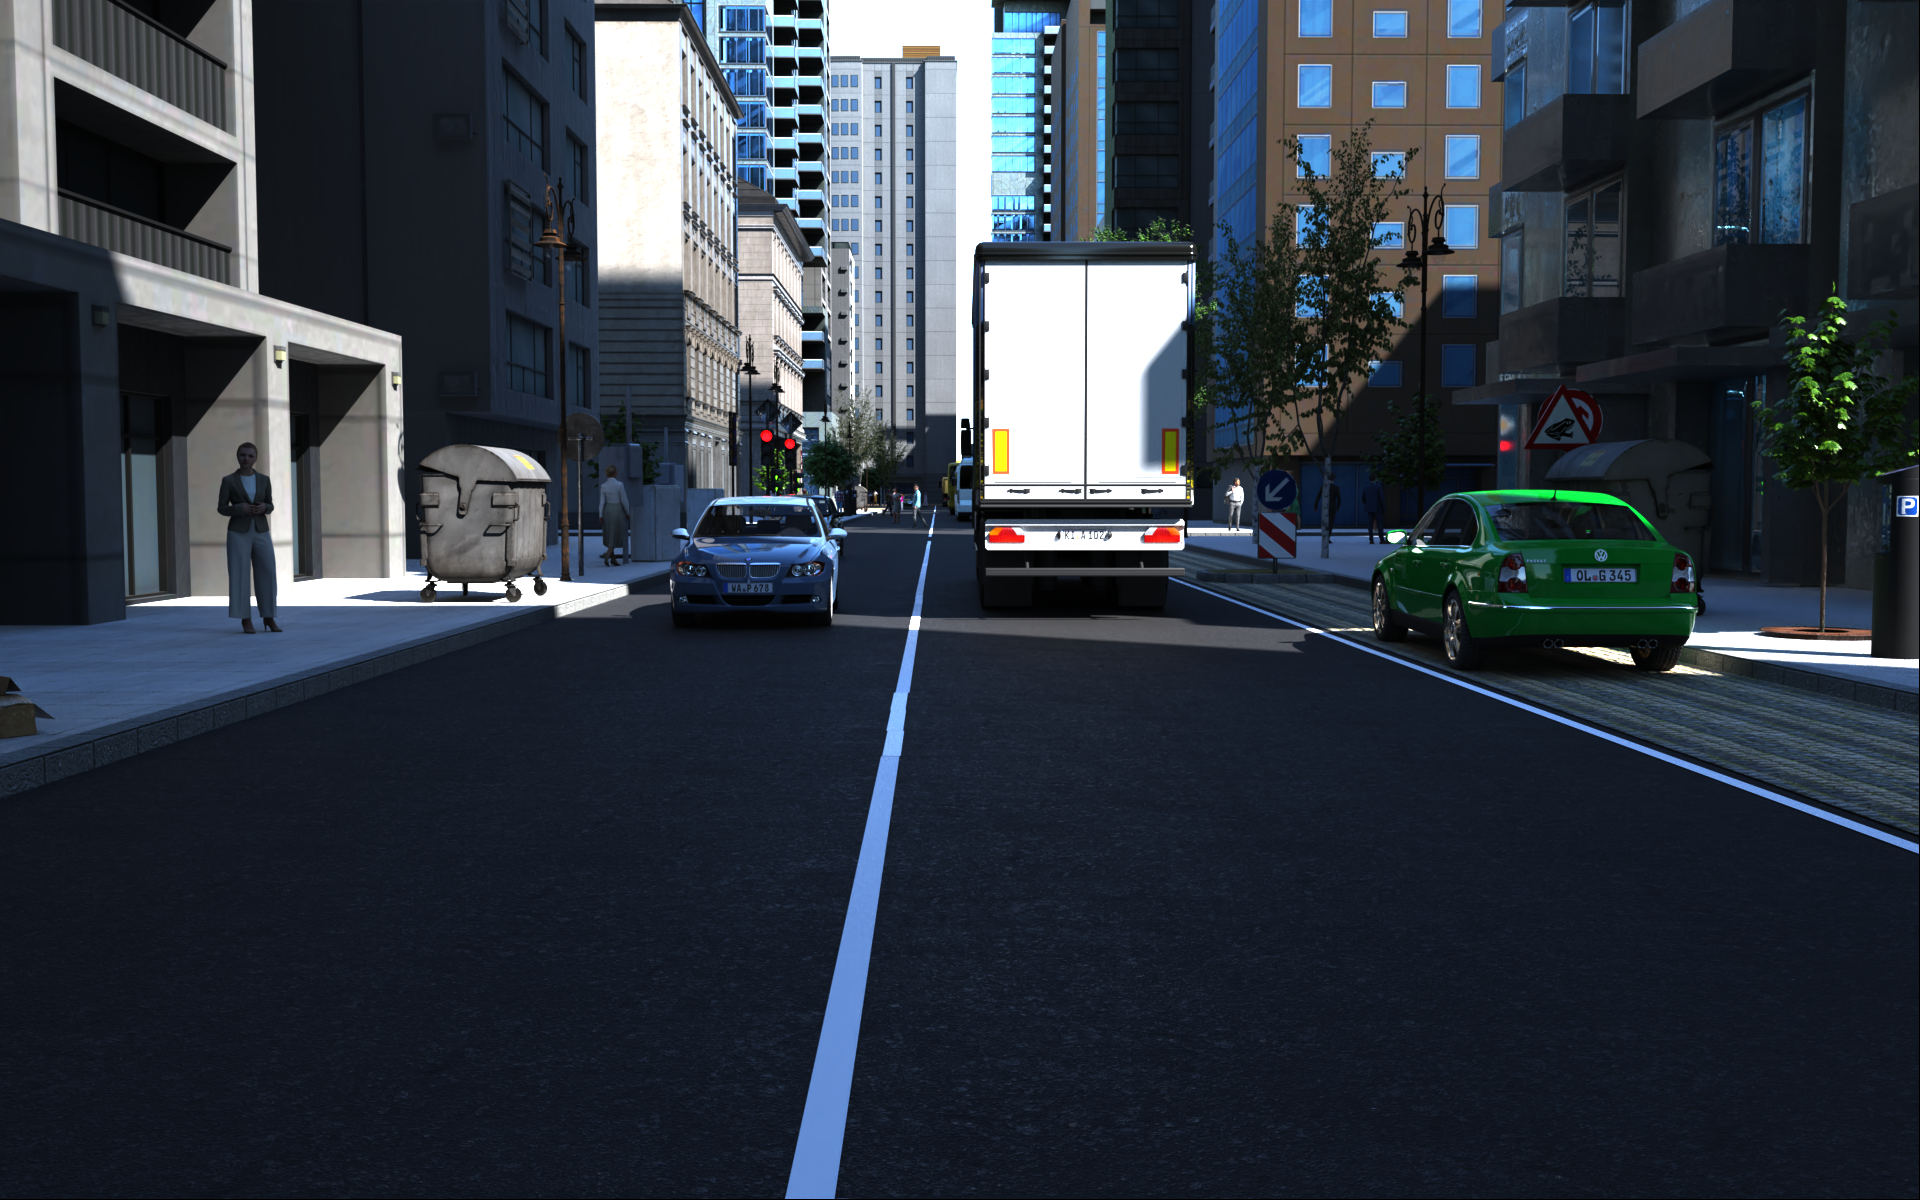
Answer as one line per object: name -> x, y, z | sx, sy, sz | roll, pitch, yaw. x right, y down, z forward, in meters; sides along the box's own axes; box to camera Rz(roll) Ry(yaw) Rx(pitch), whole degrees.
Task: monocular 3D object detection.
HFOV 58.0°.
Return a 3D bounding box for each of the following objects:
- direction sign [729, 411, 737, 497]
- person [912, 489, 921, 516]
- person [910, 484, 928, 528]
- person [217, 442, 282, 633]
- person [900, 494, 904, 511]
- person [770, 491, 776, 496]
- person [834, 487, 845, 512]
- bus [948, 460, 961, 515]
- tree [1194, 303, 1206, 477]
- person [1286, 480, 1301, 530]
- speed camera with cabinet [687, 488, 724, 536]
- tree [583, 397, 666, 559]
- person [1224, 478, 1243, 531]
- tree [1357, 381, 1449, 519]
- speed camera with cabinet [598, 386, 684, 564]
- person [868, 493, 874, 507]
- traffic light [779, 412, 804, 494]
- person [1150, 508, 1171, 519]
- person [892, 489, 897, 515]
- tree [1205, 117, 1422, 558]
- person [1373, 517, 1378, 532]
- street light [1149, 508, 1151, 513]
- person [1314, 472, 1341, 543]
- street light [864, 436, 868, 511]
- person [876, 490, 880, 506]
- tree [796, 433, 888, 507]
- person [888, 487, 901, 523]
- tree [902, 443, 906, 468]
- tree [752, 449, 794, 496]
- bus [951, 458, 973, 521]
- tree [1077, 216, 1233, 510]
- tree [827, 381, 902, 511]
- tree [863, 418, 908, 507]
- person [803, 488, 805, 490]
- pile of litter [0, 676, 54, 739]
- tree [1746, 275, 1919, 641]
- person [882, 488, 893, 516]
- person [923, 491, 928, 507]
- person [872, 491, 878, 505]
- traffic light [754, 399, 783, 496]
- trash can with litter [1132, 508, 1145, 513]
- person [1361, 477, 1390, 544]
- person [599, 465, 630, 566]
direction sign -> -6.268, -3.415, 47.824 | 0.379, 3.537, 0.876 | 0, 4, 4
person -> -2.874, -6.529, 115.274 | 0.654, 1.822, 0.581 | -1, 4, -10
person -> -1.744, -3.920, 72.451 | 0.748, 1.841, 0.638 | 1, 4, 10
person -> -6.540, -0.573, 15.957 | 0.519, 1.759, 0.362 | -3, 4, -37
person -> -5.084, -8.438, 149.687 | 0.599, 1.433, 0.991 | 2, 4, 24
person -> -8.949, -4.713, 83.780 | 0.731, 1.740, 0.598 | 1, 4, 11
person -> -6.705, -5.462, 96.190 | 0.563, 1.720, 0.643 | 1, 4, 12
bus -> 0.547, -8.058, 123.302 | 2.896, 3.916, 12.252 | 0, 4, 1
tree -> 7.700, -5.777, 44.824 | 4.737, 8.622, 4.395 | 0, 3, 0
person -> 11.951, -3.408, 62.007 | 0.529, 1.795, 0.600 | 2, 4, 26
speed camera with cabinet -> -8.021, -3.492, 51.437 | 2.038, 3.252, 0.660 | 1, 4, 20
tree -> -6.861, -2.458, 34.785 | 1.663, 3.219, 1.824 | 0, 3, 0
person -> 9.442, -3.278, 59.732 | 0.679, 1.850, 0.850 | 0, 4, -7
tree -> 7.929, -2.148, 29.715 | 1.663, 3.219, 1.824 | 0, 3, 0
speed camera with cabinet -> -6.003, -2.334, 32.504 | 0.660, 3.252, 2.038 | 1, 4, 21
person -> -8.861, -9.968, 172.213 | 0.799, 1.438, 0.628 | 2, 4, 26
traffic light -> -5.745, -4.287, 59.015 | 0.839, 4.253, 0.868 | 0, 4, -1
person -> 7.726, -3.464, 68.179 | 1.012, 1.151, 0.738 | 1, 4, 18
person -> -4.238, -6.547, 115.894 | 0.716, 1.782, 0.532 | 3, 5, 40
tree -> 7.312, -5.156, 34.666 | 4.737, 8.622, 4.395 | 0, 3, 0
person -> 14.240, -2.959, 59.093 | 0.373, 1.253, 0.362 | 2, 4, 28
street light -> 6.536, -5.320, 59.765 | 0.468, 5.910, 1.993 | 0, 4, -1
person -> 9.642, -2.411, 45.238 | 0.659, 1.850, 0.755 | 2, 4, 26
street light -> -7.169, -9.820, 133.347 | 0.468, 5.910, 1.993 | 0, 4, -1
person -> -8.680, -10.935, 185.551 | 0.721, 1.735, 1.217 | -2, 4, -25
tree -> -6.979, -6.574, 91.190 | 4.285, 4.588, 4.351 | 0, 3, 0
person -> -3.202, -4.628, 84.525 | 0.532, 1.782, 0.716 | -2, 4, -27
tree -> -8.329, -14.925, 194.377 | 4.360, 8.622, 3.978 | 0, 3, 0
tree -> -7.144, -4.402, 66.572 | 1.663, 3.219, 1.824 | 0, 3, 0
bus -> 1.039, -6.135, 95.163 | 2.948, 3.499, 13.247 | 0, 4, -1
tree -> 6.520, -8.583, 66.088 | 9.928, 11.665, 9.643 | 0, 3, 0
tree -> -6.908, -10.017, 114.138 | 4.360, 8.622, 3.978 | 0, 3, 0
tree -> -7.476, -13.343, 168.519 | 4.737, 8.622, 4.395 | 0, 3, 0
person -> -11.947, -7.746, 133.447 | 0.760, 1.731, 0.466 | 2, 4, 29
pile of litter -> -5.454, 0.288, 9.257 | 1.176, 0.858, 1.719 | 0, 4, -1
tree -> 7.658, -1.276, 15.472 | 1.663, 3.219, 1.824 | 0, 3, 0
person -> -4.689, -6.417, 113.324 | 0.836, 1.842, 0.656 | 1, 4, 8
person -> -3.862, -11.185, 192.048 | 0.621, 1.740, 0.551 | -1, 4, -15
person -> -9.967, -12.003, 203.018 | 1.217, 1.736, 0.721 | 1, 4, 15
traffic light -> -5.643, -3.799, 51.030 | 0.839, 4.253, 0.868 | 0, 4, -1
trash can with litter -> 6.564, -3.272, 64.881 | 1.055, 1.170, 0.624 | -1, 4, -23
person -> 10.662, -2.341, 44.498 | 0.721, 1.800, 0.419 | 2, 4, 33
person -> -6.163, -1.492, 30.661 | 0.478, 1.798, 0.641 | 2, 4, 24
